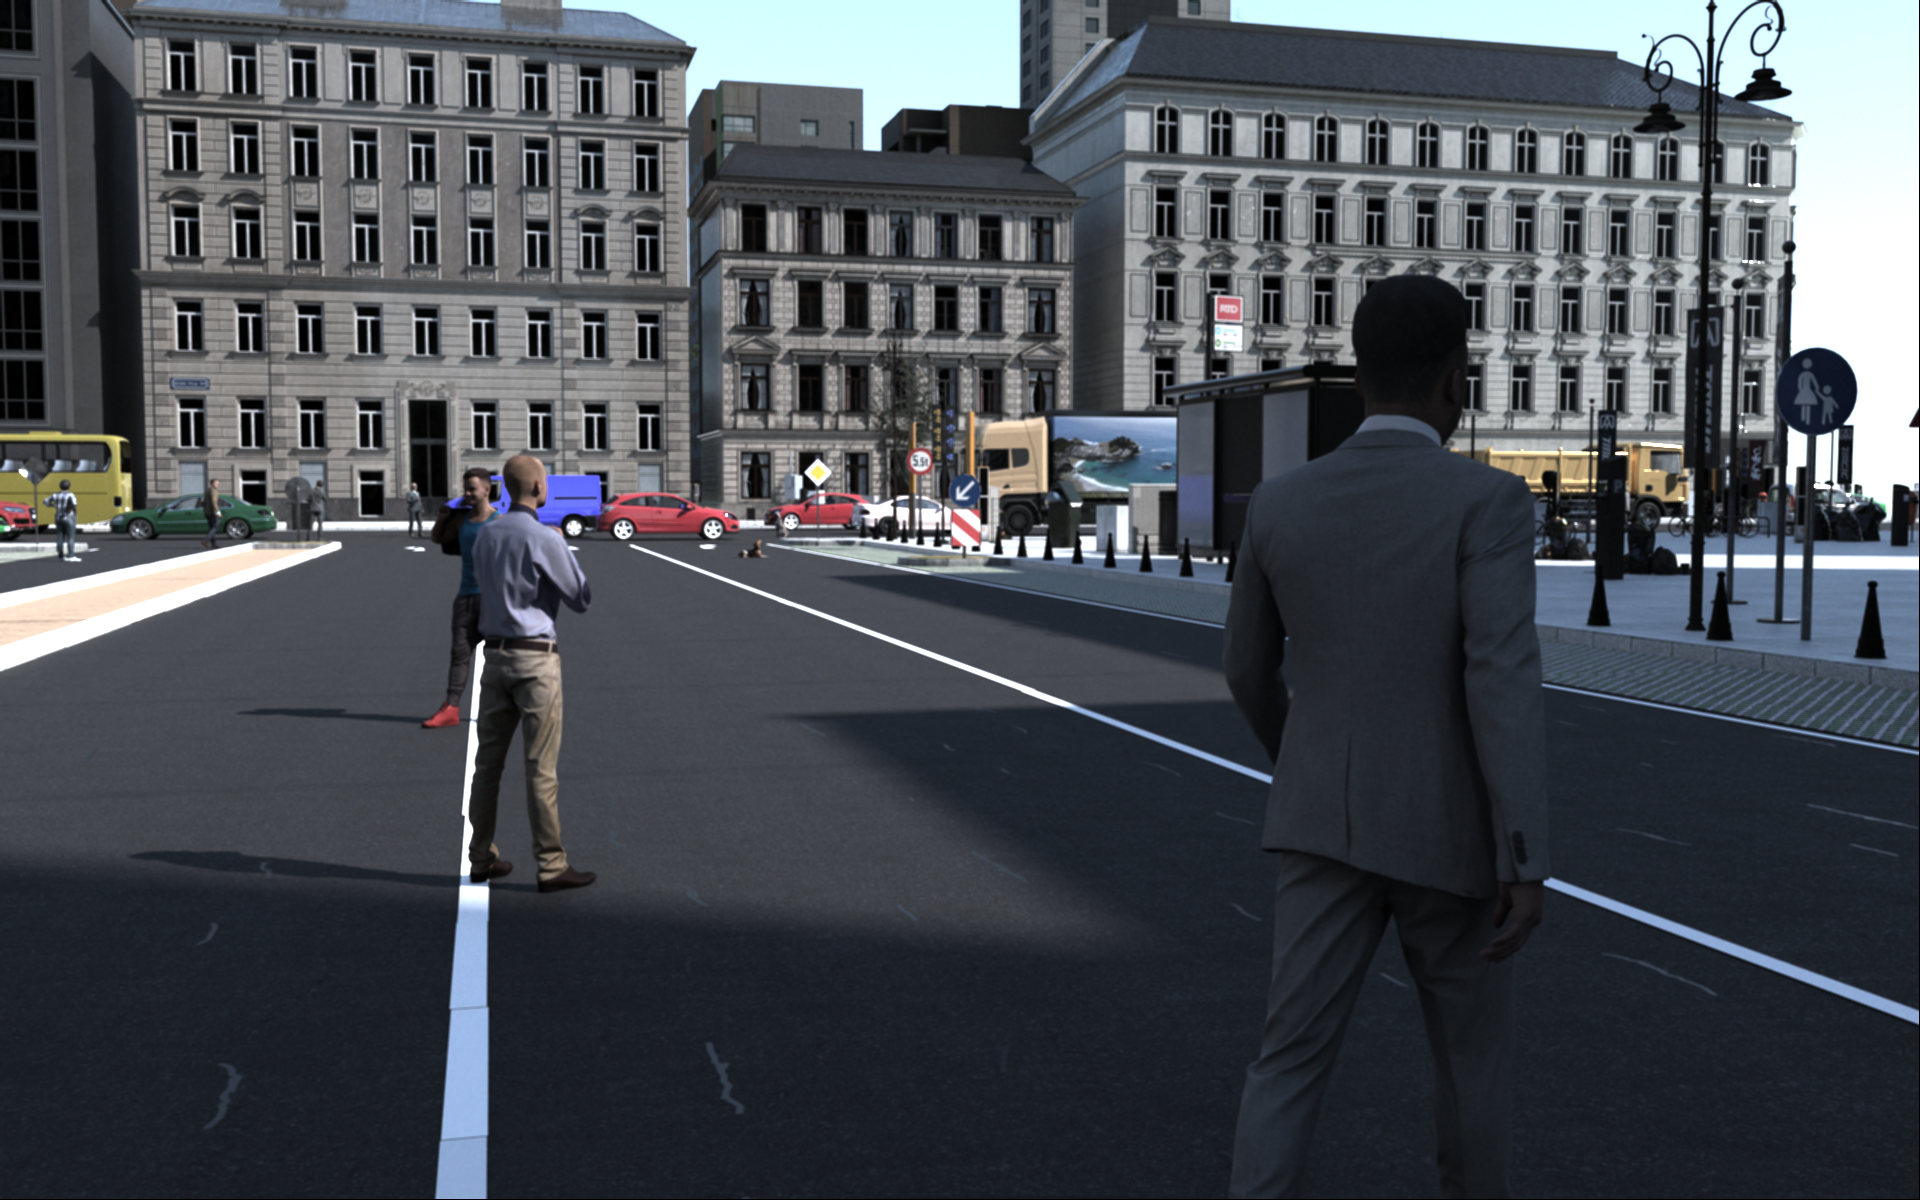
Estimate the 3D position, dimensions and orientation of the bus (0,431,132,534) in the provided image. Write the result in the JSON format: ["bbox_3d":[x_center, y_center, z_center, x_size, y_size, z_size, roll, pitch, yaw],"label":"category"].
[{"bbox_3d":[-36.397,-4.291,61.697,12.252,3.916,2.896,-1,4,-17],"label":"bus"}]

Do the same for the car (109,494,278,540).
[{"bbox_3d":[-24.332,-2.644,55.036,4.920,1.459,2.131,-1,4,-15],"label":"car"}]

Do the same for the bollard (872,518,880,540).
[{"bbox_3d":[-2.355,-1.993,48.626,0.229,0.601,0.229,0,3,0],"label":"bollard"}]

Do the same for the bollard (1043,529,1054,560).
[{"bbox_3d":[1.715,-1.074,33.594,0.229,0.601,0.229,0,3,0],"label":"bollard"}]

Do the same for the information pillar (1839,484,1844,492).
[{"bbox_3d":[48.489,-6.353,95.224,0.183,3.616,0.504,0,4,5],"label":"information pillar"}]

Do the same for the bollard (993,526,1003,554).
[{"bbox_3d":[0.817,-1.278,36.934,0.229,0.601,0.229,0,3,0],"label":"bollard"}]

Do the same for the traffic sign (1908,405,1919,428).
[{"bbox_3d":[8.033,-0.856,14.004,0.884,2.594,0.081,-1,4,-9],"label":"traffic sign"}]

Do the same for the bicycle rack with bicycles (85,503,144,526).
[{"bbox_3d":[-34.399,-3.507,70.715,2.852,0.926,2.925,-2,4,-32],"label":"bicycle rack with bicycles"}]

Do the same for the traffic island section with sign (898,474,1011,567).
[{"bbox_3d":[-0.198,-1.611,34.961,1.989,1.847,2.006,-1,4,-15],"label":"traffic island section with sign"}]

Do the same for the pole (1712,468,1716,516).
[{"bbox_3d":[38.979,-5.855,89.566,0.158,3.312,0.155,0,3,0],"label":"pole"}]

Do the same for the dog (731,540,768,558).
[{"bbox_3d":[-4.749,-1.156,39.096,0.748,0.427,0.550,1,4,18],"label":"dog"}]

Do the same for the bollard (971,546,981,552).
[{"bbox_3d":[0.357,-1.380,38.600,0.229,0.601,0.229,0,3,0],"label":"bollard"}]

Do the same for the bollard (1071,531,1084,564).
[{"bbox_3d":[2.170,-0.971,31.925,0.229,0.601,0.229,0,3,0],"label":"bollard"}]

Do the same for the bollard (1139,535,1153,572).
[{"bbox_3d":[3.071,-0.768,28.591,0.229,0.601,0.229,0,3,0],"label":"bollard"}]

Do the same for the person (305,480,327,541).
[{"bbox_3d":[-19.507,-2.698,52.415,0.655,1.846,0.447,-1,4,-17],"label":"person"}]

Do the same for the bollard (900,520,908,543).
[{"bbox_3d":[-1.454,-1.789,45.293,0.229,0.601,0.229,0,3,0],"label":"bollard"}]

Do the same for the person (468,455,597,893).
[{"bbox_3d":[-1.595,0.258,6.343,0.516,1.574,0.319,2,4,32],"label":"person"}]

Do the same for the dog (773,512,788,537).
[{"bbox_3d":[-5.972,-2.497,57.666,0.513,0.831,0.800,0,4,-8],"label":"dog"}]

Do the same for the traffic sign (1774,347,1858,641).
[{"bbox_3d":[7.425,-0.919,15.127,0.768,2.556,0.104,0,4,-7],"label":"traffic sign"}]

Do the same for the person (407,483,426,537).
[{"bbox_3d":[-18.193,-3.016,57.995,0.590,1.801,0.661,2,4,27],"label":"person"}]

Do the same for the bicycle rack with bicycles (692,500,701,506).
[{"bbox_3d":[-20.235,-7.372,133.916,2.852,0.926,2.925,0,4,2],"label":"bicycle rack with bicycles"}]

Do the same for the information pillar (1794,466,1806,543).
[{"bbox_3d":[22.183,-2.516,45.628,0.304,2.012,0.304,1,4,17],"label":"information pillar"}]

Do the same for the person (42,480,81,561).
[{"bbox_3d":[-19.096,-1.695,36.940,0.841,1.734,0.376,1,4,19],"label":"person"}]

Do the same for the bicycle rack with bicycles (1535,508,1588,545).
[{"bbox_3d":[14.595,-1.902,44.476,2.925,0.926,2.852,-2,4,-34],"label":"bicycle rack with bicycles"}]

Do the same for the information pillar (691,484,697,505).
[{"bbox_3d":[-19.047,-7.318,124.135,0.304,2.012,0.304,1,4,21],"label":"information pillar"}]

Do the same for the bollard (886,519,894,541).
[{"bbox_3d":[-1.907,-1.891,46.959,0.229,0.601,0.229,0,3,0],"label":"bollard"}]

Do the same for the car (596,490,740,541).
[{"bbox_3d":[-9.156,-2.774,54.400,4.494,1.783,2.155,-1,4,-14],"label":"car"}]

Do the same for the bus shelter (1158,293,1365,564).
[{"bbox_3d":[5.394,-3.347,32.359,2.179,5.291,8.768,-1,4,-15],"label":"bus shelter"}]

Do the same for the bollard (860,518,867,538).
[{"bbox_3d":[-2.810,-2.095,50.297,0.229,0.601,0.229,0,3,0],"label":"bollard"}]

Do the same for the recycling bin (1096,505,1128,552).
[{"bbox_3d":[3.517,-1.591,38.569,0.722,1.027,0.722,-2,4,-35],"label":"recycling bin"}]

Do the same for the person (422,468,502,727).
[{"bbox_3d":[-3.073,-0.028,10.820,0.647,1.594,0.662,1,4,14],"label":"person"}]

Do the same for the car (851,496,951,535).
[{"bbox_3d":[-1.518,-3.064,62.454,4.827,1.381,2.083,-1,4,-17],"label":"car"}]

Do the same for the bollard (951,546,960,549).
[{"bbox_3d":[-0.096,-1.482,40.276,0.229,0.601,0.229,0,3,0],"label":"bollard"}]

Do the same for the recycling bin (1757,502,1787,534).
[{"bbox_3d":[25.962,-2.621,55.411,0.722,1.027,0.722,1,4,11],"label":"recycling bin"}]

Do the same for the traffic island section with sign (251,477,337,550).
[{"bbox_3d":[-17.484,-2.291,45.587,2.006,1.907,1.989,-1,4,-15],"label":"traffic island section with sign"}]

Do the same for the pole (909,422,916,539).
[{"bbox_3d":[-1.363,-3.398,49.403,0.158,3.312,0.155,0,3,0],"label":"pole"}]

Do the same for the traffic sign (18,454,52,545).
[{"bbox_3d":[-23.316,-2.450,43.707,0.795,2.450,0.064,-1,4,-15],"label":"traffic sign"}]

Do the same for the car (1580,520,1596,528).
[{"bbox_3d":[25.173,-3.815,74.731,4.827,1.381,2.083,-1,4,-14],"label":"car"}]

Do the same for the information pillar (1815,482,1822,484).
[{"bbox_3d":[51.394,-6.070,103.742,0.304,2.012,0.304,2,4,35],"label":"information pillar"}]

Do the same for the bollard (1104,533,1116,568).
[{"bbox_3d":[2.622,-0.870,30.259,0.229,0.601,0.229,0,3,0],"label":"bollard"}]

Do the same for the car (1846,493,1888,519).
[{"bbox_3d":[40.635,-4.378,80.377,4.718,1.807,1.959,-1,4,-14],"label":"car"}]

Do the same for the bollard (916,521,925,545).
[{"bbox_3d":[-0.996,-1.686,43.610,0.229,0.601,0.229,0,3,0],"label":"bollard"}]

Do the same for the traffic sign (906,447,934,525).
[{"bbox_3d":[-1.078,-2.869,47.018,0.768,2.556,0.104,-1,4,-9],"label":"traffic sign"}]

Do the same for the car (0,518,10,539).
[{"bbox_3d":[-28.369,-2.327,46.846,4.718,1.807,1.959,-1,4,-15],"label":"car"}]

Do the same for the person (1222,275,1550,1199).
[{"bbox_3d":[0.698,0.361,2.876,0.678,1.792,0.850,3,5,42],"label":"person"}]

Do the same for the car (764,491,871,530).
[{"bbox_3d":[-5.677,-3.712,69.736,4.494,1.783,2.155,-1,4,-16],"label":"car"}]

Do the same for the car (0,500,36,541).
[{"bbox_3d":[-30.943,-2.682,52.520,5.304,1.827,2.281,-1,4,-15],"label":"car"}]

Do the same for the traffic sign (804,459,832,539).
[{"bbox_3d":[-4.010,-2.768,48.897,0.795,2.450,0.064,-1,4,-15],"label":"traffic sign"}]

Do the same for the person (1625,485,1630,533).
[{"bbox_3d":[23.273,-3.186,60.776,0.709,1.800,0.728,-2,4,-34],"label":"person"}]

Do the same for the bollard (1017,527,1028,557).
[{"bbox_3d":[1.267,-1.176,35.261,0.229,0.601,0.229,0,3,0],"label":"bollard"}]

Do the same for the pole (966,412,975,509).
[{"bbox_3d":[0.251,-3.001,42.915,0.158,3.312,0.155,0,3,0],"label":"pole"}]

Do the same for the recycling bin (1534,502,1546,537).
[{"bbox_3d":[17.293,-2.431,52.309,0.722,1.027,0.722,1,4,16],"label":"recycling bin"}]

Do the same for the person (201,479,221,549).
[{"bbox_3d":[-19.600,-2.262,45.394,0.656,1.842,0.836,1,4,10],"label":"person"}]

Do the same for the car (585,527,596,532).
[{"bbox_3d":[-15.272,-3.229,65.380,3.894,1.354,1.945,-1,4,-15],"label":"car"}]

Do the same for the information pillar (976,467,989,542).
[{"bbox_3d":[0.601,-2.580,46.672,0.304,2.012,0.304,-1,4,-14],"label":"information pillar"}]

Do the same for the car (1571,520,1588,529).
[{"bbox_3d":[23.621,-3.555,70.699,3.894,1.354,1.945,-1,4,-15],"label":"car"}]

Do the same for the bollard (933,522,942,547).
[{"bbox_3d":[-0.545,-1.584,41.944,0.229,0.601,0.229,0,3,0],"label":"bollard"}]

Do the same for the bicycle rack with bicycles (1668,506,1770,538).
[{"bbox_3d":[22.662,-2.346,51.747,2.925,0.926,2.852,0,4,1],"label":"bicycle rack with bicycles"}]
